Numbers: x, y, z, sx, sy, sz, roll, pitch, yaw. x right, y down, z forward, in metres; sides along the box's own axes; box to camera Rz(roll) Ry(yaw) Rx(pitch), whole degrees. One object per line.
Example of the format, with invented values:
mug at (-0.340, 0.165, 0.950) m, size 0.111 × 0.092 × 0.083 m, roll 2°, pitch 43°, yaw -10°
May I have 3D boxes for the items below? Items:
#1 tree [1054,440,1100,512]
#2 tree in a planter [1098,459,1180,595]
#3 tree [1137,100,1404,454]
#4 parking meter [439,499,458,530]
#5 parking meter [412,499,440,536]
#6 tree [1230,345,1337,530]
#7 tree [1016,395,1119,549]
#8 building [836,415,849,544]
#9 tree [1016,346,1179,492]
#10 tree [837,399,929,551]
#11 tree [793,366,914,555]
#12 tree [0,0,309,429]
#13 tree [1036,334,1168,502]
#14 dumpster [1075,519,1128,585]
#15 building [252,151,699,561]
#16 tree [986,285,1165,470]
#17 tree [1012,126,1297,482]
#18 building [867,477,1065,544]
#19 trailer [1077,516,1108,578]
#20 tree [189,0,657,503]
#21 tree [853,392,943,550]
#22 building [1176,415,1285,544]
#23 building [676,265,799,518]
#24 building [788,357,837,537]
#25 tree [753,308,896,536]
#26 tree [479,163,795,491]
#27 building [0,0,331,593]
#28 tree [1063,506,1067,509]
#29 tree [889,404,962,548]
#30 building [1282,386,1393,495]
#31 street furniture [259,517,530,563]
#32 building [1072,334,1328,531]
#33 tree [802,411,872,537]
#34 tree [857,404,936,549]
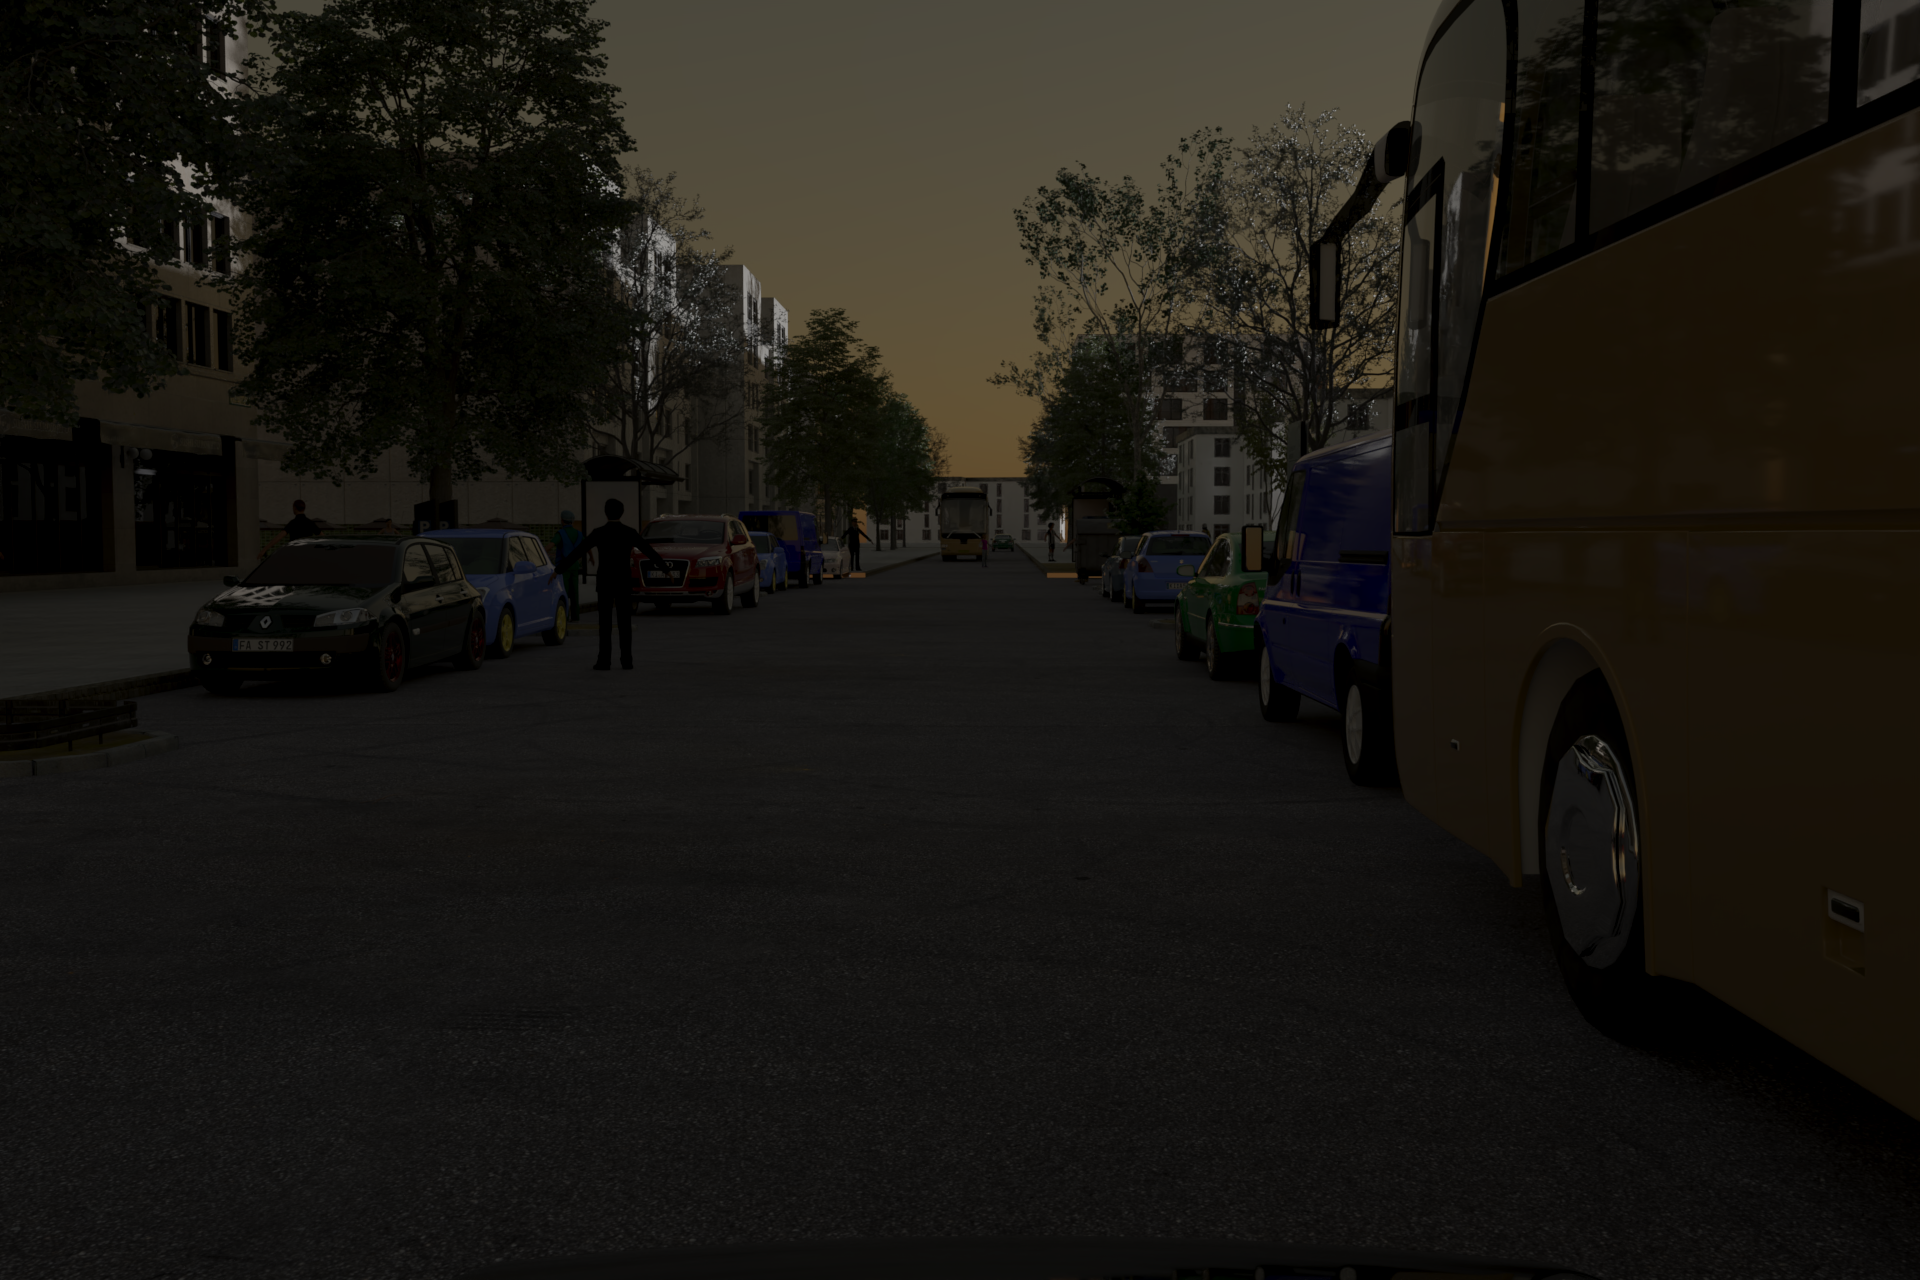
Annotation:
tree at (8.808, -10.579, 123.336) m, size 4.737 × 8.622 × 4.395 m, roll 0°, pitch 3°, yaw 0°
tree in a planter at (4.302, -2.692, 41.237) m, size 1.991 × 3.239 × 1.994 m, roll 0°, pitch 4°, yaw 2°
tree at (10.084, -8.477, 48.965) m, size 12.009 × 13.543 × 11.850 m, roll 0°, pitch 3°, yaw 0°
parking meter at (-8.672, -1.436, 29.197) m, size 0.399 × 1.863 × 0.255 m, roll 0°, pitch 4°, yaw 1°
parking meter at (-8.850, -1.409, 28.748) m, size 0.399 × 1.863 × 0.255 m, roll 0°, pitch 4°, yaw 2°
tree at (12.319, -7.166, 67.525) m, size 4.737 × 8.622 × 4.395 m, roll 0°, pitch 3°, yaw 0°
tree at (9.478, -14.883, 149.995) m, size 9.857 × 13.997 × 8.962 m, roll 0°, pitch 3°, yaw 0°
building at (-22.710, -21.005, 209.896) m, size 16.747 × 18.905 × 31.486 m, roll 0°, pitch 4°, yaw 1°
tree at (8.740, -12.335, 112.041) m, size 12.009 × 13.543 × 11.850 m, roll 0°, pitch 3°, yaw 0°
tree at (-6.037, -12.440, 129.155) m, size 9.928 × 11.665 × 9.643 m, roll 0°, pitch 3°, yaw 0°
tree at (-6.678, -11.021, 105.954) m, size 9.928 × 11.665 × 9.643 m, roll 0°, pitch 3°, yaw 0°
tree at (-12.058, -6.876, 19.086) m, size 9.857 × 13.997 × 8.962 m, roll 0°, pitch 3°, yaw 0°
tree at (8.025, -11.065, 99.042) m, size 7.486 × 12.596 × 7.792 m, roll 0°, pitch 3°, yaw 0°
dumpster at (4.168, -2.507, 49.200) m, size 1.865 × 1.857 × 1.264 m, roll 0°, pitch 4°, yaw 1°
building at (-25.580, -14.051, 96.185) m, size 16.747 × 18.905 × 31.486 m, roll 0°, pitch 4°, yaw 1°
tree at (8.576, -16.960, 133.177) m, size 12.611 × 20.169 × 13.585 m, roll 0°, pitch 3°, yaw 0°
tree at (9.625, -13.687, 79.678) m, size 12.611 × 20.169 × 13.585 m, roll 0°, pitch 3°, yaw 0°
building at (0.920, -18.839, 252.617) m, size 28.070 × 9.664 × 9.099 m, roll 1°, pitch 4°, yaw 11°
trailer at (4.532, -3.042, 56.788) m, size 1.471 × 1.999 × 3.904 m, roll 0°, pitch 4°, yaw 1°
tree at (-10.863, -7.919, 36.132) m, size 9.857 × 13.997 × 8.962 m, roll 0°, pitch 3°, yaw 0°
tree at (-5.150, -13.478, 138.500) m, size 7.486 × 12.596 × 7.792 m, roll 0°, pitch 3°, yaw 0°
building at (22.778, -11.791, 134.923) m, size 9.099 × 9.664 × 28.070 m, roll 0°, pitch 4°, yaw 1°
building at (-22.232, -16.107, 129.814) m, size 16.747 × 18.905 × 31.486 m, roll 0°, pitch 4°, yaw 1°
building at (-23.076, -21.323, 179.551) m, size 19.493 × 23.208 × 18.063 m, roll 0°, pitch 4°, yaw 2°
tree at (-6.864, -10.331, 87.047) m, size 7.486 × 12.596 × 7.792 m, roll 0°, pitch 3°, yaw 0°
tree at (-10.639, -8.956, 56.804) m, size 12.009 × 13.543 × 11.850 m, roll 0°, pitch 3°, yaw 0°
building at (-30.413, -14.187, 34.118) m, size 24.374 × 26.755 × 37.873 m, roll 0°, pitch 4°, yaw 2°
tree at (10.380, -12.810, 159.808) m, size 4.737 × 8.622 × 4.395 m, roll 0°, pitch 3°, yaw 0°
tree at (-5.289, -15.442, 162.839) m, size 12.009 × 13.543 × 11.850 m, roll 0°, pitch 3°, yaw 0°
building at (25.274, -9.644, 99.821) m, size 9.099 × 9.664 × 28.070 m, roll 0°, pitch 4°, yaw 2°
street furniture at (-32.175, -3.906, 68.897) m, size 27.439 × 1.986 × 14.083 m, roll 1°, pitch 4°, yaw 10°
building at (26.253, -21.352, 193.082) m, size 27.936 × 21.610 × 32.646 m, roll 0°, pitch 4°, yaw 1°
tree at (-6.929, -8.943, 96.582) m, size 4.737 × 8.622 × 4.395 m, roll 0°, pitch 3°, yaw 0°
tree at (-5.711, -14.196, 150.238) m, size 7.486 × 12.596 × 7.792 m, roll 0°, pitch 3°, yaw 0°
